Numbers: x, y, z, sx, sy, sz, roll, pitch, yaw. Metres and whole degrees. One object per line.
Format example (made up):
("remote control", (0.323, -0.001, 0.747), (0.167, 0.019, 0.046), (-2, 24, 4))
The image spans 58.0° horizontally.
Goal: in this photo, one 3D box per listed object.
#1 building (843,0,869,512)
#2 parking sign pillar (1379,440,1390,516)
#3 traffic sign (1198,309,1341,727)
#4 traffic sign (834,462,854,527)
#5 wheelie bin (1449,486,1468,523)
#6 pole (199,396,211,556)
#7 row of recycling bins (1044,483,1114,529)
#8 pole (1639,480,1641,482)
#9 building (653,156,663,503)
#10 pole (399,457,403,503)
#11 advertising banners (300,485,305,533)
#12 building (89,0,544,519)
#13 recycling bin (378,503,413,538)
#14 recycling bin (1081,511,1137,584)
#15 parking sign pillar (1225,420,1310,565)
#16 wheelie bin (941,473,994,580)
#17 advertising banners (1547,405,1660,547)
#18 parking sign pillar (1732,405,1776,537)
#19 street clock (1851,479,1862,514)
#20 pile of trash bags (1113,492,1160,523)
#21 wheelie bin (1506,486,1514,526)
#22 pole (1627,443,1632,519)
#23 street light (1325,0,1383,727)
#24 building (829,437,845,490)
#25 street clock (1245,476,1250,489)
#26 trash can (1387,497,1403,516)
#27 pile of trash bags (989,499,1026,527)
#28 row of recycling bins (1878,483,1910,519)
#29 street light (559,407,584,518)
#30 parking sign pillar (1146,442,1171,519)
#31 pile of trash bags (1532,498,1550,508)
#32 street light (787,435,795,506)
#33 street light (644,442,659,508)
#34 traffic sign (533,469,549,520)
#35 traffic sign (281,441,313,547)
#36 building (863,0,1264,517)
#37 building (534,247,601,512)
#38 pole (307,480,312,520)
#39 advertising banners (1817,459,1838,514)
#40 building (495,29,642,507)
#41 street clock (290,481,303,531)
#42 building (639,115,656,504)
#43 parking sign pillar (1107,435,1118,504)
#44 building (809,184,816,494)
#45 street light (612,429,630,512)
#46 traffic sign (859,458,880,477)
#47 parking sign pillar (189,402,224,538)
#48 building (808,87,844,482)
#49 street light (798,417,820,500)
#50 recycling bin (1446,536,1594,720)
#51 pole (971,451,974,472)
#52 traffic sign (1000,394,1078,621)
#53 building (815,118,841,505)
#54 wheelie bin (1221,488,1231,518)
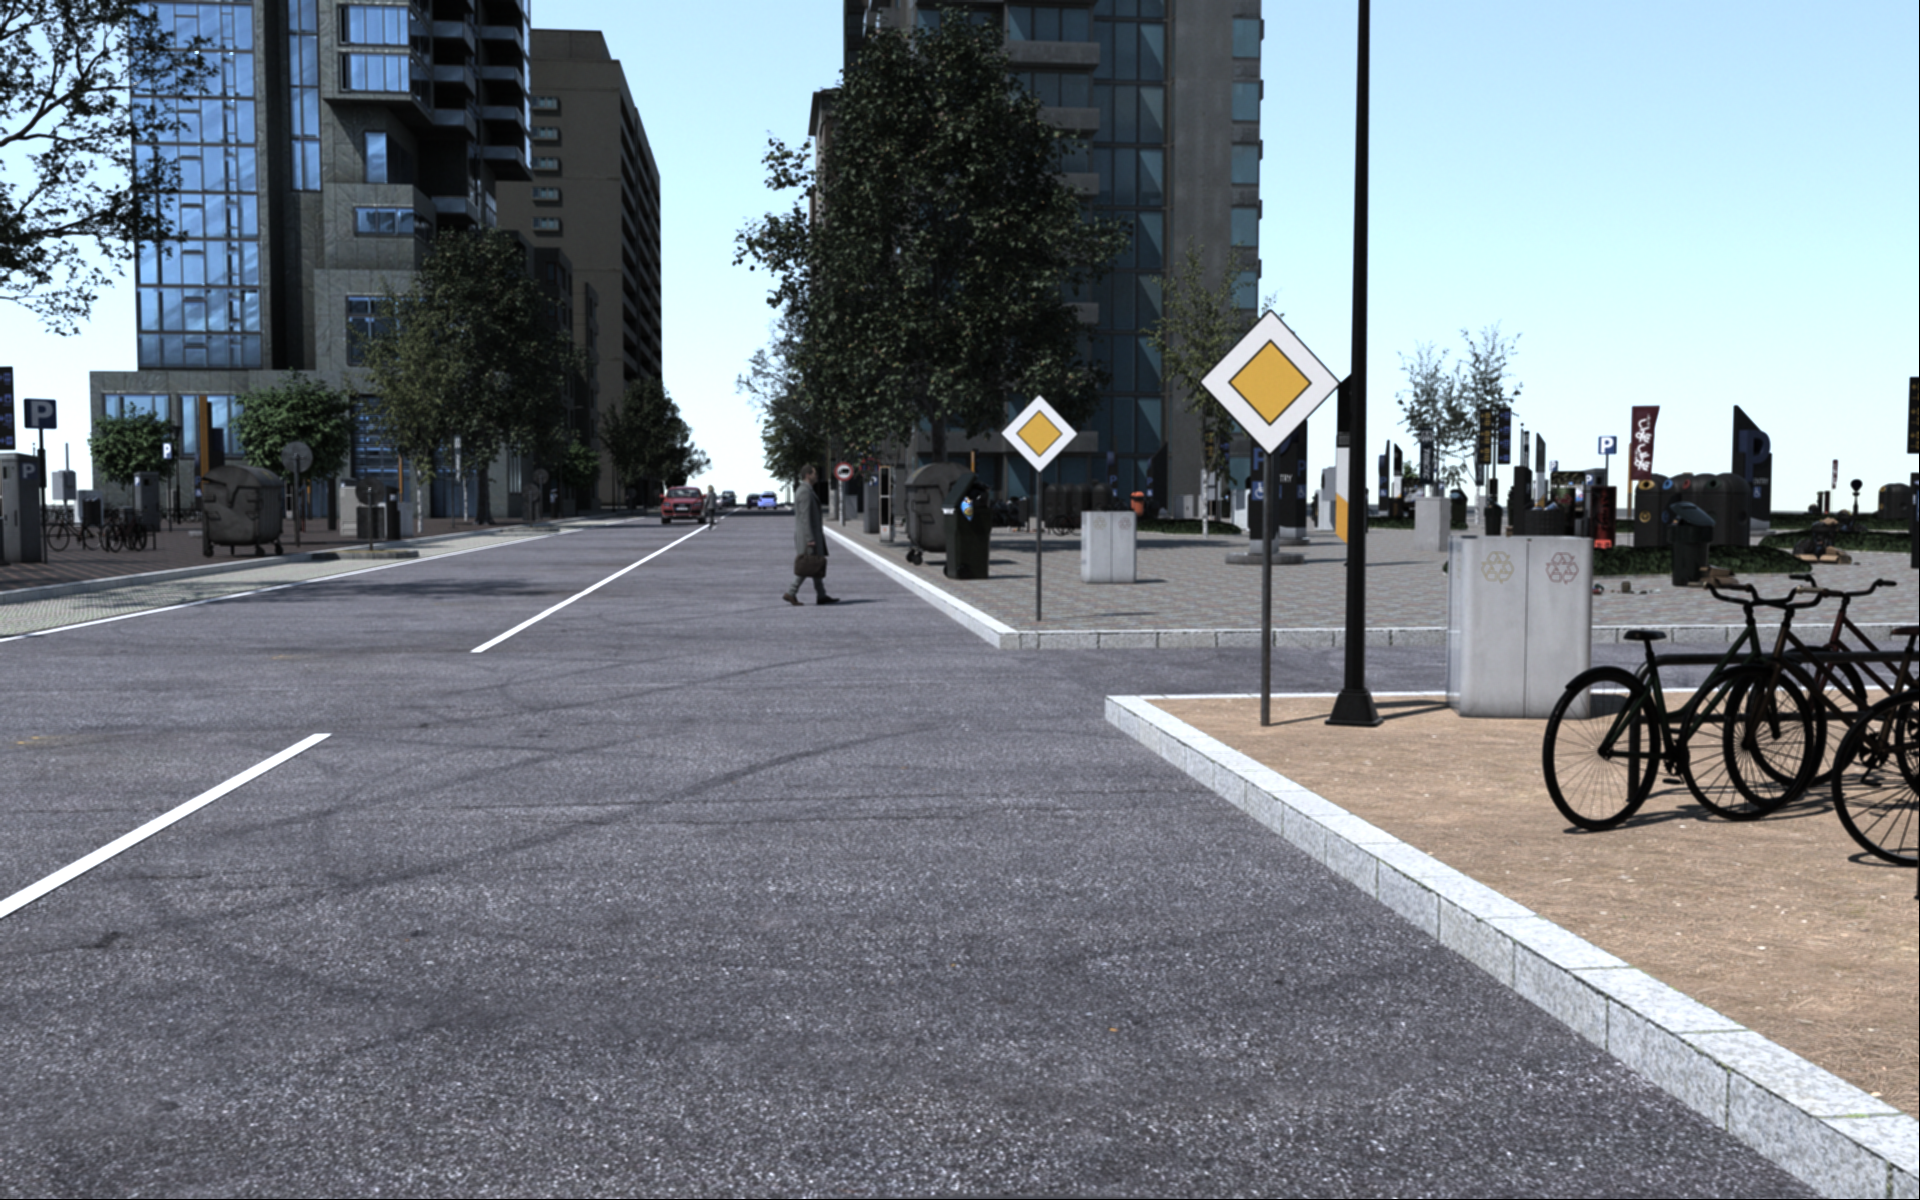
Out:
("building", (-1.809, -27.357, 130.878), (14.154, 41.232, 14.086), (0, 4, -6))
("parking sign pillar", (20.865, -5.915, 85.182), (1.447, 3.967, 1.447), (1, 4, 18))
("traffic sign", (1.685, -0.359, 9.514), (0.795, 2.450, 0.064), (0, 4, -6))
("traffic sign", (-4.582, -4.178, 68.418), (0.768, 2.556, 0.104), (0, 4, 0))
("wheelie bin", (19.279, -3.612, 66.960), (0.693, 1.594, 0.980), (1, 4, 18))
("pole", (-15.678, -2.576, 35.967), (0.158, 3.312, 0.155), (0, 3, 0))
("row of recycling bins", (4.387, -3.501, 64.355), (1.069, 1.692, 3.534), (-3, 4, -36))
("pole", (24.541, -4.193, 62.399), (0.158, 3.312, 0.155), (0, 3, 0))
("building", (-50.777, -37.000, 228.648), (21.300, 48.544, 21.600), (0, 4, -6))
("pole", (-28.638, -5.804, 88.746), (0.158, 3.312, 0.155), (0, 3, 0))
("advertising banners", (-21.931, -3.769, 57.806), (0.090, 3.025, 2.074), (-2, 4, -24))
("building", (-36.746, -48.346, 103.127), (22.319, 86.520, 31.000), (0, 4, -6))
("recycling bin", (-16.685, -2.365, 51.228), (0.722, 1.027, 0.722), (2, 4, 32))
("recycling bin", (2.147, -0.764, 25.038), (0.722, 1.027, 0.722), (0, 4, -3))
("parking sign pillar", (5.615, -2.652, 31.827), (1.447, 3.967, 1.447), (1, 4, 16))
("wheelie bin", (0.120, -1.119, 26.204), (0.693, 1.594, 0.980), (-1, 4, -20))
("advertising banners", (12.815, -2.346, 34.552), (2.074, 3.025, 0.090), (1, 4, 22))
("parking sign pillar", (24.098, -3.929, 52.710), (1.447, 3.967, 1.447), (-2, 4, -28))
("street clock", (43.963, -4.918, 84.980), (0.471, 2.002, 0.358), (1, 4, 11))
("pile of trash bags", (6.824, -3.524, 67.375), (1.912, 1.369, 3.447), (0, 4, -1))
("wheelie bin", (22.439, -3.776, 69.653), (0.693, 1.594, 0.980), (-3, 4, -38))
("pole", (26.991, -4.643, 69.754), (0.158, 3.312, 0.155), (0, 3, 0))
("street light", (1.668, -2.258, 9.463), (1.470, 5.913, 1.316), (0, 4, -6))
("building", (-7.389, -25.503, 188.677), (14.160, 30.474, 14.107), (0, 4, -6))
("street clock", (11.754, -3.998, 69.931), (0.471, 2.002, 0.358), (0, 4, 4))
("trash can", (18.636, -3.816, 74.042), (0.748, 1.137, 0.748), (0, 3, 0))
("pile of trash bags", (0.719, -3.500, 66.970), (3.447, 1.369, 1.912), (-1, 4, -23))
("row of recycling bins", (36.325, -3.677, 67.225), (1.069, 1.692, 3.534), (2, 4, 23))
("street light", (-20.626, -7.302, 91.925), (1.470, 5.913, 1.316), (0, 4, -6))
("parking sign pillar", (10.075, -6.122, 88.560), (1.447, 3.967, 1.447), (3, 5, 41))
("pile of trash bags", (27.956, -4.483, 83.057), (1.912, 1.369, 3.447), (0, 4, -7))
("street light", (-12.707, -10.029, 136.522), (1.470, 5.913, 1.316), (0, 4, -6))
("street light", (-27.672, -11.161, 155.027), (1.470, 5.913, 1.316), (0, 4, -6))
("traffic sign", (-20.988, -5.299, 86.749), (0.768, 2.556, 0.104), (0, 4, -4))
("traffic sign", (-15.931, -2.539, 41.612), (0.768, 2.556, 0.104), (0, 4, 1))
("building", (5.518, -29.899, 108.450), (23.786, 49.044, 30.456), (0, 4, -6))
("building", (-43.416, -17.703, 134.475), (27.650, 21.520, 28.899), (0, 4, -6))
("pole", (-32.527, -5.672, 86.584), (0.158, 3.312, 0.155), (0, 3, 0))
("advertising banners", (44.344, -5.649, 88.555), (0.090, 3.025, 2.074), (0, 4, 2))
("building", (-46.078, -34.334, 185.057), (21.300, 48.544, 21.600), (0, 4, -6))
("street clock", (-22.739, -3.354, 59.403), (0.471, 2.002, 0.358), (-2, 4, -32))
("building", (-48.307, -35.645, 206.502), (21.300, 48.544, 21.600), (0, 4, -6))
("parking sign pillar", (6.968, -5.540, 79.050), (1.447, 3.967, 1.447), (0, 4, 3))
("building", (-14.127, -36.347, 244.378), (14.600, 45.320, 14.200), (0, 4, -6))
("street light", (-24.167, -9.231, 123.474), (1.470, 5.913, 1.316), (0, 4, -6))
("traffic sign", (-3.023, -3.559, 58.302), (0.768, 2.556, 0.104), (0, 4, -5))
("parking sign pillar", (-22.123, -3.844, 51.325), (1.447, 3.967, 1.447), (-2, 4, -28))
("building", (-4.793, -38.813, 223.823), (28.713, 52.752, 27.495), (0, 4, -6))
("street light", (-9.112, -8.100, 104.980), (1.470, 5.913, 1.316), (0, 4, -6))
("recycling bin", (3.279, 0.144, 10.198), (0.722, 1.027, 0.722), (1, 4, 8))
("pole", (0.610, -5.451, 82.969), (0.158, 3.312, 0.155), (0, 3, 0))
("traffic sign", (0.793, -0.844, 17.449), (0.795, 2.450, 0.064), (0, 4, -6))
("building", (-9.071, -33.793, 202.632), (14.600, 45.320, 14.200), (0, 4, -6))
("wheelie bin", (14.282, -5.179, 92.577), (0.693, 1.594, 0.980), (-1, 4, -12))
